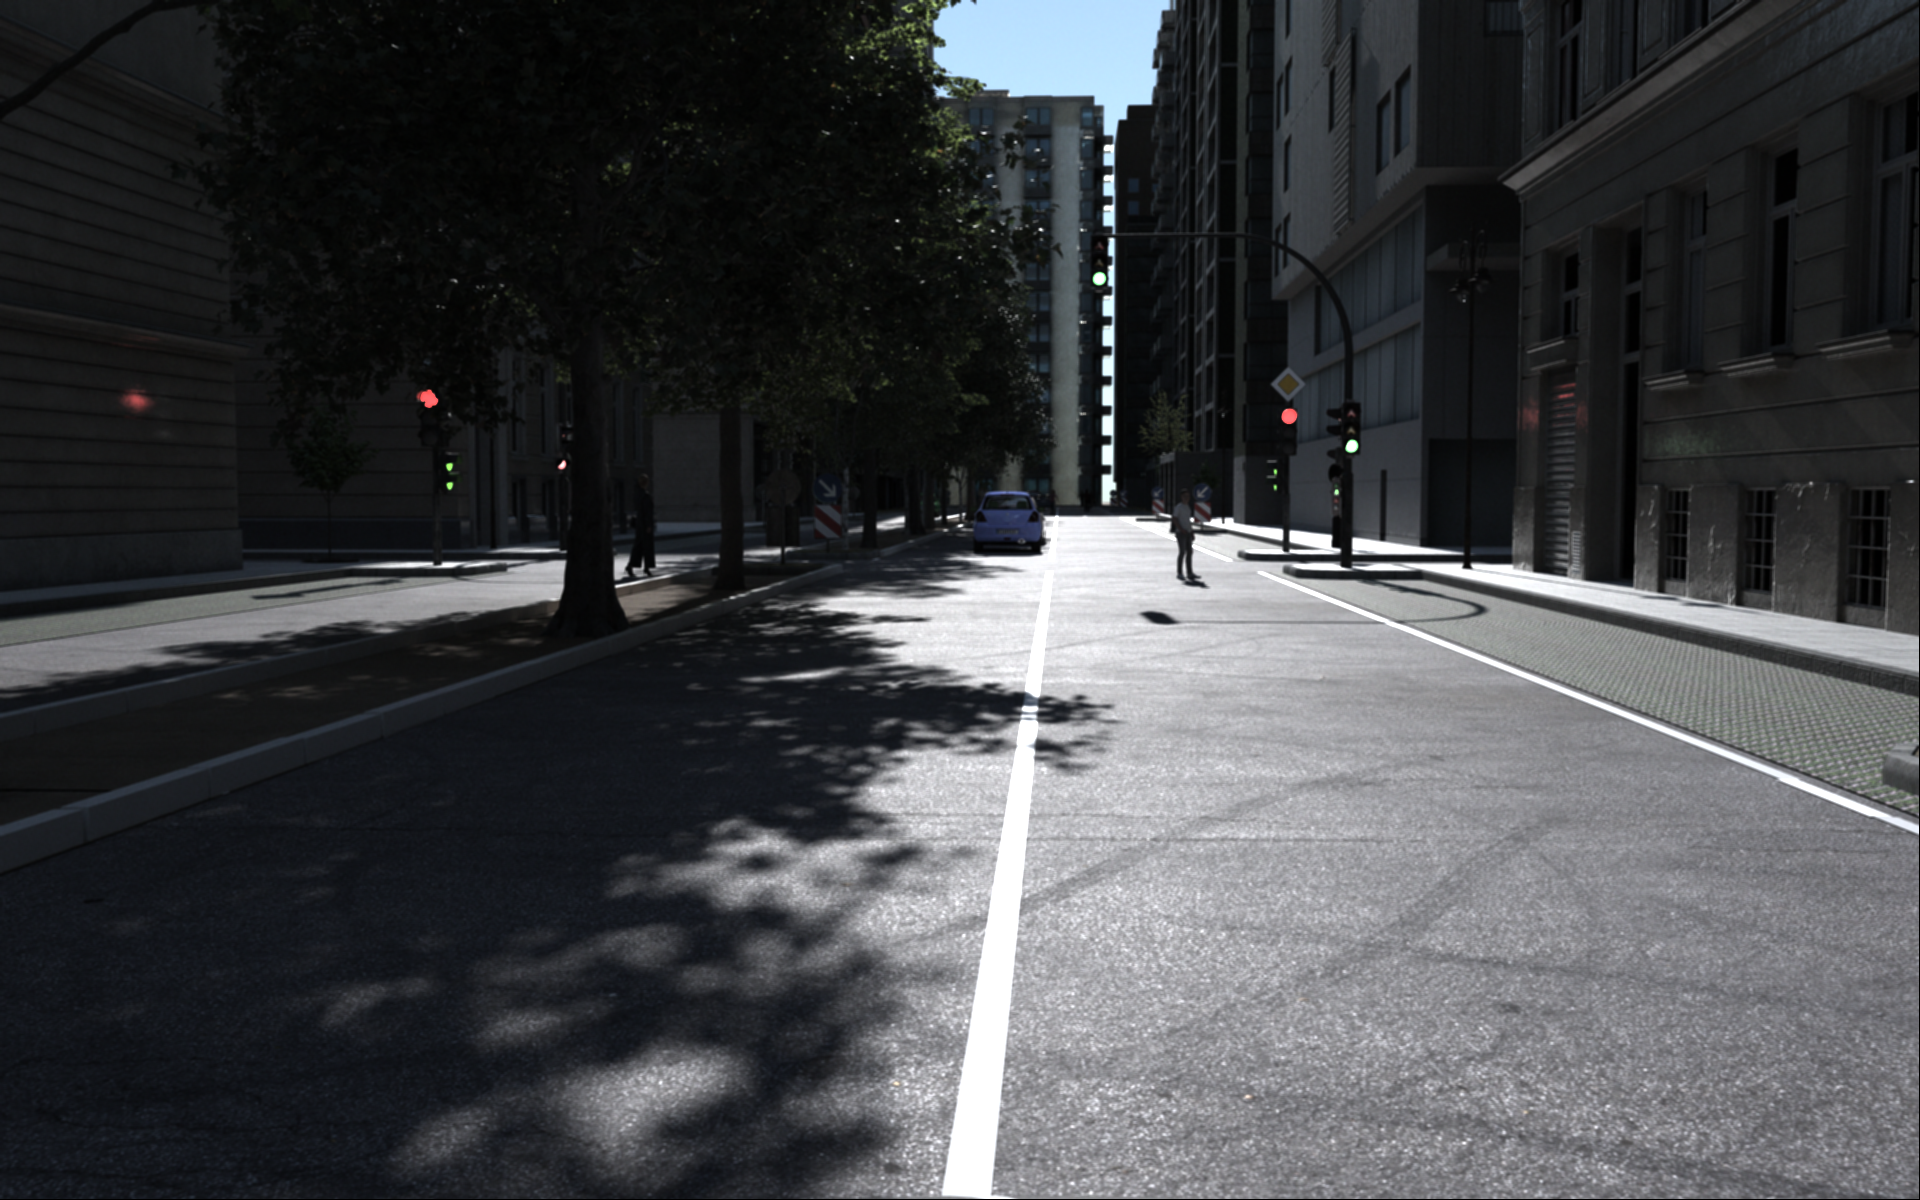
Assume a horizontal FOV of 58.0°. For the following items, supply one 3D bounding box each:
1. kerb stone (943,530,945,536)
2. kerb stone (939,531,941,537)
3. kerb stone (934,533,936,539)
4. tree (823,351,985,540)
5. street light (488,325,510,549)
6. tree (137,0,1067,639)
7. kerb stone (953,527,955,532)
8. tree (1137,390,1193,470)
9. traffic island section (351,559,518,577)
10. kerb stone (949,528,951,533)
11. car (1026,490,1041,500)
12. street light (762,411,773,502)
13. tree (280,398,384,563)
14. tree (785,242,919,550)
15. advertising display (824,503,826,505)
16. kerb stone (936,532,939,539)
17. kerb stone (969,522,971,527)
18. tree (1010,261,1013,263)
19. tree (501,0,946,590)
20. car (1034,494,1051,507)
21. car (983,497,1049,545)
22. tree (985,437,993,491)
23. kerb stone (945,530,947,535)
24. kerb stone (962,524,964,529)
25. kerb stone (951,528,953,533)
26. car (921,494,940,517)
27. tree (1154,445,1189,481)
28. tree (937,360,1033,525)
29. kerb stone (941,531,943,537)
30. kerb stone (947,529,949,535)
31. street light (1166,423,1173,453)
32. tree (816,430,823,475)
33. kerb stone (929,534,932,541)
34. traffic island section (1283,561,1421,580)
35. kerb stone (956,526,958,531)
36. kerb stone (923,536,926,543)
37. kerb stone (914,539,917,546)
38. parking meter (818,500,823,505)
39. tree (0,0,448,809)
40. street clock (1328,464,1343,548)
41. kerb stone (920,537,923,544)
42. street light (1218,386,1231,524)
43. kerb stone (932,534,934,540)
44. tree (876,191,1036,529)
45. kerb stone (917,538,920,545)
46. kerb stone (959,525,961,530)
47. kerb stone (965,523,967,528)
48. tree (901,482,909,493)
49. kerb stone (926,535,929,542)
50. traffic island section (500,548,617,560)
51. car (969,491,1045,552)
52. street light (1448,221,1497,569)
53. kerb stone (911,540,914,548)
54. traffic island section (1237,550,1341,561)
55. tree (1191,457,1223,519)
[{"bbox_3d":[-0.682,-2.208,58.292,0.120,0.150,1.000,0,4,3],"label":"kerb stone"},{"bbox_3d":[-0.793,-2.081,56.249,0.120,0.150,1.000,0,4,3],"label":"kerb stone"},{"bbox_3d":[-0.920,-1.957,54.199,0.120,0.150,1.000,0,4,3],"label":"kerb stone"},{"bbox_3d":[-1.610,-6.122,52.918,4.737,8.622,4.395,0,3,0],"label":"tree"},{"bbox_3d":[-10.943,-4.138,40.445,0.468,5.910,1.993,0,4,3],"label":"street light"},{"bbox_3d":[-3.742,-5.986,17.331,9.611,12.733,9.660,0,3,0],"label":"tree"},{"bbox_3d":[-0.382,-2.521,63.413,0.120,0.150,1.000,0,4,3],"label":"kerb stone"},{"bbox_3d":[14.532,-10.411,120.588,4.360,8.622,3.978,0,3,0],"label":"tree"},{"bbox_3d":[-9.443,-0.549,31.253,2.009,0.180,2.903,0,4,3],"label":"traffic island section"},{"bbox_3d":[-0.499,-2.396,61.363,0.120,0.150,1.000,0,4,3],"label":"kerb stone"},{"bbox_3d":[7.694,-10.558,181.299,2.281,1.827,5.304,0,4,2],"label":"car"},{"bbox_3d":[-8.731,-6.483,78.793,0.468,5.910,1.993,0,4,3],"label":"street light"},{"bbox_3d":[-12.001,-2.324,32.595,1.663,3.219,1.824,0,3,0],"label":"tree"},{"bbox_3d":[-2.659,-5.336,40.055,4.360,8.622,3.978,0,3,0],"label":"tree"},{"bbox_3d":[-7.302,-5.453,94.373,0.123,1.923,0.974,-1,4,-11],"label":"advertising display"},{"bbox_3d":[-0.854,-2.020,55.219,0.120,0.150,1.000,0,4,3],"label":"kerb stone"},{"bbox_3d":[0.266,-3.209,74.666,0.120,0.150,1.000,0,4,3],"label":"kerb stone"},{"bbox_3d":[-2.481,-7.667,45.947,7.486,12.596,7.792,0,3,0],"label":"tree"},{"bbox_3d":[-3.510,-6.445,25.968,7.486,12.596,7.792,0,3,0],"label":"tree"},{"bbox_3d":[7.979,-9.320,164.379,2.014,1.417,4.499,0,4,3],"label":"car"},{"bbox_3d":[1.538,-2.339,50.612,2.083,1.381,4.827,0,4,4],"label":"car"},{"bbox_3d":[0.067,-8.180,86.564,4.737,8.622,4.395,0,3,0],"label":"tree"},{"bbox_3d":[-0.619,-2.270,59.320,0.120,0.150,1.000,0,4,3],"label":"kerb stone"},{"bbox_3d":[-0.025,-2.896,69.546,0.120,0.150,1.000,0,4,3],"label":"kerb stone"},{"bbox_3d":[-0.450,-2.457,62.394,0.120,0.150,1.000,0,4,3],"label":"kerb stone"},{"bbox_3d":[-2.178,-6.032,107.425,1.959,1.807,4.718,0,4,2],"label":"car"},{"bbox_3d":[14.619,-8.079,115.810,4.285,4.588,4.351,0,3,0],"label":"tree"},{"bbox_3d":[-0.676,-8.771,80.279,8.767,10.594,7.601,0,4,3],"label":"tree"},{"bbox_3d":[-0.735,-2.145,57.271,0.120,0.150,1.000,0,4,3],"label":"kerb stone"},{"bbox_3d":[-0.554,-2.327,60.341,0.120,0.150,1.000,0,4,3],"label":"kerb stone"},{"bbox_3d":[13.554,-8.525,112.174,0.468,5.910,1.993,0,4,3],"label":"street light"},{"bbox_3d":[-7.895,-9.833,111.127,4.737,8.622,4.395,0,3,0],"label":"tree"},{"bbox_3d":[-1.030,-1.832,52.146,0.120,0.150,1.000,0,4,3],"label":"kerb stone"},{"bbox_3d":[6.771,-0.491,30.317,2.009,0.180,2.903,0,4,3],"label":"traffic island section"},{"bbox_3d":[-0.262,-2.646,65.456,0.120,0.150,1.000,0,4,3],"label":"kerb stone"},{"bbox_3d":[-1.150,-1.707,50.103,0.120,0.150,1.000,0,4,3],"label":"kerb stone"},{"bbox_3d":[-1.341,-1.518,47.013,0.120,0.150,1.000,0,4,3],"label":"kerb stone"},{"bbox_3d":[-9.101,-6.411,113.236,0.372,1.533,0.369,0,3,0],"label":"parking meter"},{"bbox_3d":[-4.812,-4.853,7.557,9.928,11.665,9.643,0,3,0],"label":"tree"},{"bbox_3d":[9.011,-2.249,41.344,0.358,2.002,0.471,-1,4,-22],"label":"street clock"},{"bbox_3d":[-1.211,-1.644,49.071,0.120,0.150,1.000,0,4,3],"label":"kerb stone"},{"bbox_3d":[11.287,-6.195,74.076,0.468,5.910,1.993,0,4,3],"label":"street light"},{"bbox_3d":[-0.978,-1.893,53.173,0.120,0.150,1.000,0,4,3],"label":"kerb stone"},{"bbox_3d":[-1.343,-9.882,70.683,9.857,13.997,8.962,0,3,0],"label":"tree"},{"bbox_3d":[-1.272,-1.581,48.040,0.120,0.150,1.000,0,4,3],"label":"kerb stone"},{"bbox_3d":[-0.149,-2.771,67.498,0.120,0.150,1.000,0,4,3],"label":"kerb stone"},{"bbox_3d":[0.088,-3.021,71.587,0.120,0.150,1.000,0,4,3],"label":"kerb stone"},{"bbox_3d":[-4.524,-10.261,162.375,1.663,3.219,1.824,0,3,0],"label":"tree"},{"bbox_3d":[-1.094,-1.769,51.126,0.120,0.150,1.000,0,4,3],"label":"kerb stone"},{"bbox_3d":[-8.984,-1.036,39.224,2.009,0.180,2.903,0,4,3],"label":"traffic island section"},{"bbox_3d":[1.197,-2.097,43.874,1.945,1.707,3.694,0,4,1],"label":"car"},{"bbox_3d":[8.721,-3.475,29.611,0.468,5.910,1.993,0,4,3],"label":"street light"},{"bbox_3d":[-1.386,-1.455,45.992,0.120,0.150,1.000,0,4,3],"label":"kerb stone"},{"bbox_3d":[7.230,-0.979,38.289,2.009,0.180,2.903,0,4,3],"label":"traffic island section"},{"bbox_3d":[12.794,-5.868,90.545,1.663,3.219,1.824,0,3,0],"label":"tree"}]
